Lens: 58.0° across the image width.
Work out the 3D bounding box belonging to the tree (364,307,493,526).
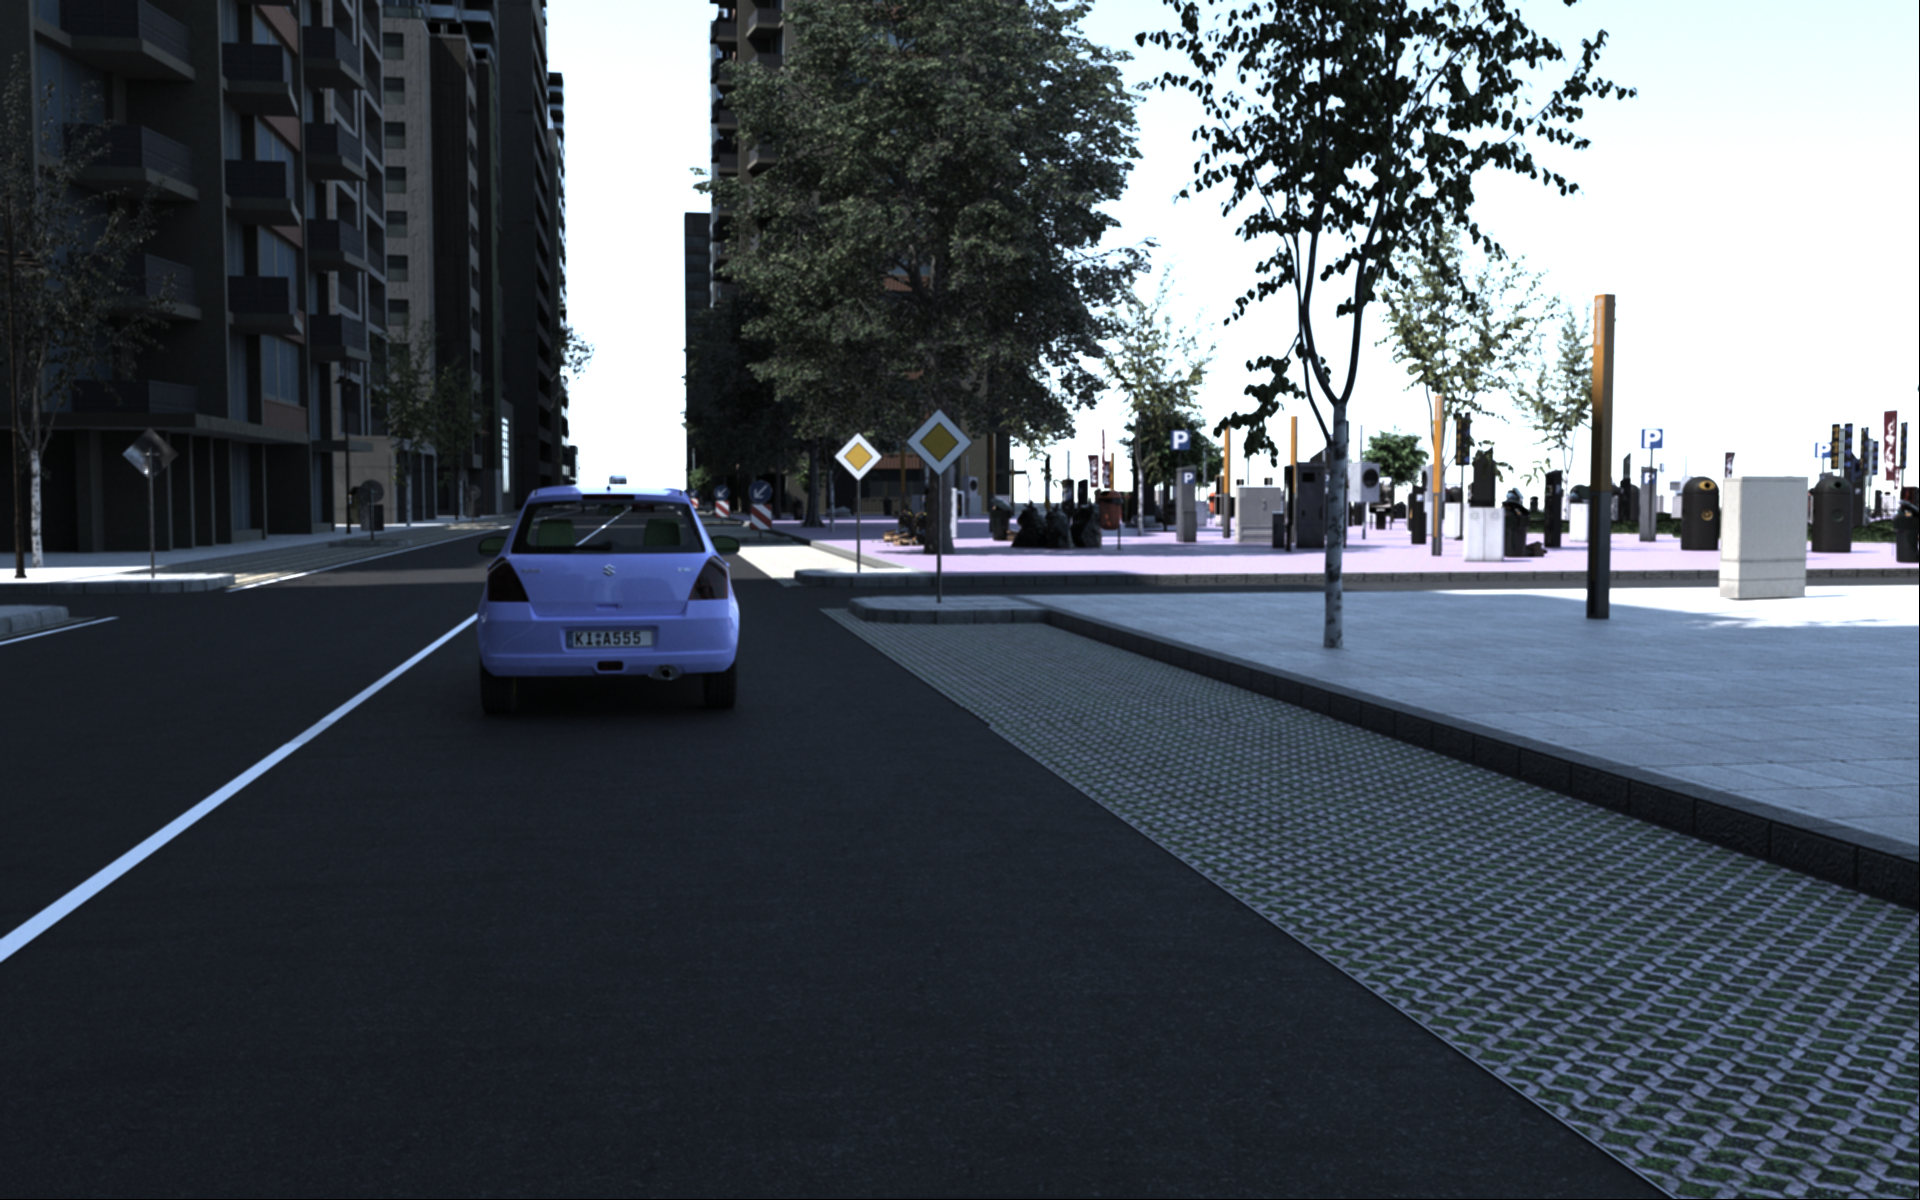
[{"bbox_3d":[-21.936,-7.270,69.227,4.737,8.622,4.395,0,3,0],"label":"tree"}]

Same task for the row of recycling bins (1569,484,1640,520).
[{"bbox_3d":[26.199,-3.876,70.488,1.069,1.692,3.534,-2,4,-25],"label":"row of recycling bins"}]

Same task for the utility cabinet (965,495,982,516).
[{"bbox_3d":[0.794,-5.660,103.708,1.020,1.237,0.306,-2,4,-32],"label":"utility cabinet"}]

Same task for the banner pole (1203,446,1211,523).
[{"bbox_3d":[10.929,-5.329,77.144,0.401,3.779,0.863,2,4,24],"label":"banner pole"}]

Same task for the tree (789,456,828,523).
[{"bbox_3d":[-6.600,-5.063,77.383,1.663,3.219,1.824,0,3,0],"label":"tree"}]

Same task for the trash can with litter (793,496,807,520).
[{"bbox_3d":[-7.660,-4.488,84.766,1.055,1.170,0.624,1,4,10],"label":"trash can with litter"}]

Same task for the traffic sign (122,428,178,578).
[{"bbox_3d":[-12.285,-1.387,26.313,0.795,2.450,0.064,-1,4,-10],"label":"traffic sign"}]

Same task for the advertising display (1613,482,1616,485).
[{"bbox_3d":[33.850,-5.233,90.775,0.974,1.923,0.123,3,5,40],"label":"advertising display"}]

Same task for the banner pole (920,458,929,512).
[{"bbox_3d":[-1.860,-6.212,91.576,0.863,3.779,0.401,-2,4,-26],"label":"banner pole"}]

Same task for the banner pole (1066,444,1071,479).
[{"bbox_3d":[5.477,-5.956,87.405,0.401,3.779,0.863,1,4,19],"label":"banner pole"}]

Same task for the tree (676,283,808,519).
[{"bbox_3d":[-9.164,-10.848,87.742,12.009,13.543,11.850,0,3,0],"label":"tree"}]

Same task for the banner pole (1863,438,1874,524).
[{"bbox_3d":[35.523,-4.754,67.738,0.863,3.779,0.401,-3,5,-40],"label":"banner pole"}]

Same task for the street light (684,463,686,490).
[{"bbox_3d":[-41.089,-17.526,259.331,0.468,5.910,1.993,-1,4,-10],"label":"street light"}]

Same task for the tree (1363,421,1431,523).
[{"bbox_3d":[19.569,-5.776,78.145,4.285,4.588,4.351,0,3,0],"label":"tree"}]

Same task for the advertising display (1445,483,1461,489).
[{"bbox_3d":[28.406,-5.775,99.634,0.974,1.923,0.123,1,4,23],"label":"advertising display"}]

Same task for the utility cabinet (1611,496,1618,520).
[{"bbox_3d":[24.546,-3.299,65.098,0.306,1.237,1.020,1,4,22],"label":"utility cabinet"}]

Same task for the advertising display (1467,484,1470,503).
[{"bbox_3d":[32.983,-6.462,110.865,0.974,1.923,0.123,2,4,24],"label":"advertising display"}]

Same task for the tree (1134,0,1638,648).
[{"bbox_3d":[3.296,-3.919,14.432,4.737,8.622,4.395,0,3,0],"label":"tree"}]

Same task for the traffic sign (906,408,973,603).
[{"bbox_3d":[-0.248,-1.020,20.328,0.795,2.450,0.064,-1,4,-10],"label":"traffic sign"}]

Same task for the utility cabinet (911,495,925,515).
[{"bbox_3d":[-2.306,-5.413,99.664,1.020,1.237,0.306,2,4,28],"label":"utility cabinet"}]

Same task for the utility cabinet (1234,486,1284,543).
[{"bbox_3d":[7.759,-2.227,45.083,1.173,1.500,0.318,-1,4,-14],"label":"utility cabinet"}]

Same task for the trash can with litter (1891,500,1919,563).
[{"bbox_3d":[18.002,-1.280,32.317,1.055,1.170,0.624,1,4,19],"label":"trash can with litter"}]

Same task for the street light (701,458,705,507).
[{"bbox_3d":[-26.258,-12.509,177.310,0.468,5.910,1.993,-1,4,-10],"label":"street light"}]

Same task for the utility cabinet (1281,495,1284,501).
[{"bbox_3d":[18.081,-5.323,98.184,1.020,1.237,0.306,2,4,26],"label":"utility cabinet"}]

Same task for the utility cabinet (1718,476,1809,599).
[{"bbox_3d":[9.813,-0.764,21.162,1.173,1.500,0.318,-2,4,-26],"label":"utility cabinet"}]

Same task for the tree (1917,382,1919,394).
[{"bbox_3d":[5.055,-3.414,6.180,4.737,8.622,4.395,0,3,0],"label":"tree"}]

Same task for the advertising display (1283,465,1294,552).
[{"bbox_3d":[7.385,-2.064,38.957,0.123,1.923,0.974,0,4,5],"label":"advertising display"}]

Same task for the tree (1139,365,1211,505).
[{"bbox_3d":[11.679,-8.987,97.305,4.360,8.622,3.978,0,3,0],"label":"tree"}]

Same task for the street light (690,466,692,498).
[{"bbox_3d":[-35.577,-15.676,229.093,0.468,5.910,1.993,-1,4,-10],"label":"street light"}]

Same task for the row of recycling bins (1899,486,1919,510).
[{"bbox_3d":[50.069,-5.147,91.264,1.069,1.692,3.534,2,4,24],"label":"row of recycling bins"}]

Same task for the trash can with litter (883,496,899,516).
[{"bbox_3d":[-3.997,-5.526,101.734,1.055,1.170,0.624,-1,4,-9],"label":"trash can with litter"}]

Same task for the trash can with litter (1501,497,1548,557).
[{"bbox_3d":[11.447,-1.465,35.335,1.055,1.170,0.624,-2,4,-30],"label":"trash can with litter"}]

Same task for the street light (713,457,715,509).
[{"bbox_3d":[-20.986,-10.697,147.679,0.468,5.910,1.993,-1,4,-10],"label":"street light"}]

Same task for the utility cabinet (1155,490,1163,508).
[{"bbox_3d":[9.785,-4.877,88.423,1.173,1.500,0.318,3,5,44],"label":"utility cabinet"}]

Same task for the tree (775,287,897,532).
[{"bbox_3d":[-4.243,-6.580,57.943,4.360,8.622,3.978,0,3,0],"label":"tree"}]

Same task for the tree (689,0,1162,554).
[{"bbox_3d":[-0.563,-7.971,36.974,9.857,13.997,8.962,0,3,0],"label":"tree"}]

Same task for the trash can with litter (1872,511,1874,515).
[{"bbox_3d":[55.481,-5.685,104.340,1.055,1.170,0.624,-2,4,-29],"label":"trash can with litter"}]

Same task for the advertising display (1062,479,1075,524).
[{"bbox_3d":[4.624,-4.216,74.138,0.123,1.923,0.974,-2,4,-24],"label":"advertising display"}]

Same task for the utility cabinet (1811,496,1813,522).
[{"bbox_3d":[27.376,-2.704,55.379,0.306,1.237,1.020,2,4,25],"label":"utility cabinet"}]

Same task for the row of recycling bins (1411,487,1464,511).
[{"bbox_3d":[26.226,-5.402,95.443,3.534,1.692,1.069,-2,4,-27],"label":"row of recycling bins"}]

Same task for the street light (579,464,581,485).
[{"bbox_3d":[-53.363,-16.555,243.459,0.468,5.910,1.993,-1,4,-10],"label":"street light"}]

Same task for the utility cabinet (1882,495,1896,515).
[{"bbox_3d":[53.940,-5.492,100.951,0.306,1.237,1.020,-3,5,-43],"label":"utility cabinet"}]

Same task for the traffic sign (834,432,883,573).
[{"bbox_3d":[-1.656,-1.501,28.188,0.795,2.450,0.064,-1,4,-10],"label":"traffic sign"}]

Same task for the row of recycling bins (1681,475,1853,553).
[{"bbox_3d":[18.017,-1.937,38.782,3.534,1.692,1.069,2,4,33],"label":"row of recycling bins"}]

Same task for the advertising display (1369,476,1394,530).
[{"bbox_3d":[15.138,-3.489,62.253,0.123,1.923,0.974,-3,5,-41],"label":"advertising display"}]

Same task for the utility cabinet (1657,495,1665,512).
[{"bbox_3d":[39.407,-5.262,97.191,1.020,1.237,0.306,1,4,9],"label":"utility cabinet"}]

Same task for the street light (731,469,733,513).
[{"bbox_3d":[-15.450,-8.830,117.164,0.468,5.910,1.993,-1,4,-10],"label":"street light"}]

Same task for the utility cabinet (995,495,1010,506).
[{"bbox_3d":[2.057,-4.678,87.648,1.020,1.237,0.306,-3,5,-43],"label":"utility cabinet"}]

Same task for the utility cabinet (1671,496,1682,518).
[{"bbox_3d":[28.428,-3.467,67.854,1.020,1.237,0.306,1,4,15],"label":"utility cabinet"}]

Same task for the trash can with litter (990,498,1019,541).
[{"bbox_3d":[1.328,-2.200,47.350,1.055,1.170,0.624,3,5,43],"label":"trash can with litter"}]

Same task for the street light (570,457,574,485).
[{"bbox_3d":[-47.844,-14.712,213.330,0.468,5.910,1.993,-1,4,-10],"label":"street light"}]

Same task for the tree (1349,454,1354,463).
[{"bbox_3d":[18.505,-5.384,82.636,1.663,3.219,1.824,0,3,0],"label":"tree"}]

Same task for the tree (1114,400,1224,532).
[{"bbox_3d":[6.917,-4.596,58.865,4.285,4.588,4.351,0,3,0],"label":"tree"}]

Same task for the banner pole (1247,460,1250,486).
[{"bbox_3d":[14.062,-5.775,84.431,0.401,3.779,0.863,1,4,20],"label":"banner pole"}]

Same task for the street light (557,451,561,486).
[{"bbox_3d":[-42.393,-12.878,183.350,0.468,5.910,1.993,-1,4,-10],"label":"street light"}]

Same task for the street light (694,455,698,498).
[{"bbox_3d":[-30.341,-13.873,199.604,0.468,5.910,1.993,-1,4,-10],"label":"street light"}]

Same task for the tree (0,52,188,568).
[{"bbox_3d":[-15.878,-4.872,30.016,4.360,8.622,3.978,0,3,0],"label":"tree"}]
